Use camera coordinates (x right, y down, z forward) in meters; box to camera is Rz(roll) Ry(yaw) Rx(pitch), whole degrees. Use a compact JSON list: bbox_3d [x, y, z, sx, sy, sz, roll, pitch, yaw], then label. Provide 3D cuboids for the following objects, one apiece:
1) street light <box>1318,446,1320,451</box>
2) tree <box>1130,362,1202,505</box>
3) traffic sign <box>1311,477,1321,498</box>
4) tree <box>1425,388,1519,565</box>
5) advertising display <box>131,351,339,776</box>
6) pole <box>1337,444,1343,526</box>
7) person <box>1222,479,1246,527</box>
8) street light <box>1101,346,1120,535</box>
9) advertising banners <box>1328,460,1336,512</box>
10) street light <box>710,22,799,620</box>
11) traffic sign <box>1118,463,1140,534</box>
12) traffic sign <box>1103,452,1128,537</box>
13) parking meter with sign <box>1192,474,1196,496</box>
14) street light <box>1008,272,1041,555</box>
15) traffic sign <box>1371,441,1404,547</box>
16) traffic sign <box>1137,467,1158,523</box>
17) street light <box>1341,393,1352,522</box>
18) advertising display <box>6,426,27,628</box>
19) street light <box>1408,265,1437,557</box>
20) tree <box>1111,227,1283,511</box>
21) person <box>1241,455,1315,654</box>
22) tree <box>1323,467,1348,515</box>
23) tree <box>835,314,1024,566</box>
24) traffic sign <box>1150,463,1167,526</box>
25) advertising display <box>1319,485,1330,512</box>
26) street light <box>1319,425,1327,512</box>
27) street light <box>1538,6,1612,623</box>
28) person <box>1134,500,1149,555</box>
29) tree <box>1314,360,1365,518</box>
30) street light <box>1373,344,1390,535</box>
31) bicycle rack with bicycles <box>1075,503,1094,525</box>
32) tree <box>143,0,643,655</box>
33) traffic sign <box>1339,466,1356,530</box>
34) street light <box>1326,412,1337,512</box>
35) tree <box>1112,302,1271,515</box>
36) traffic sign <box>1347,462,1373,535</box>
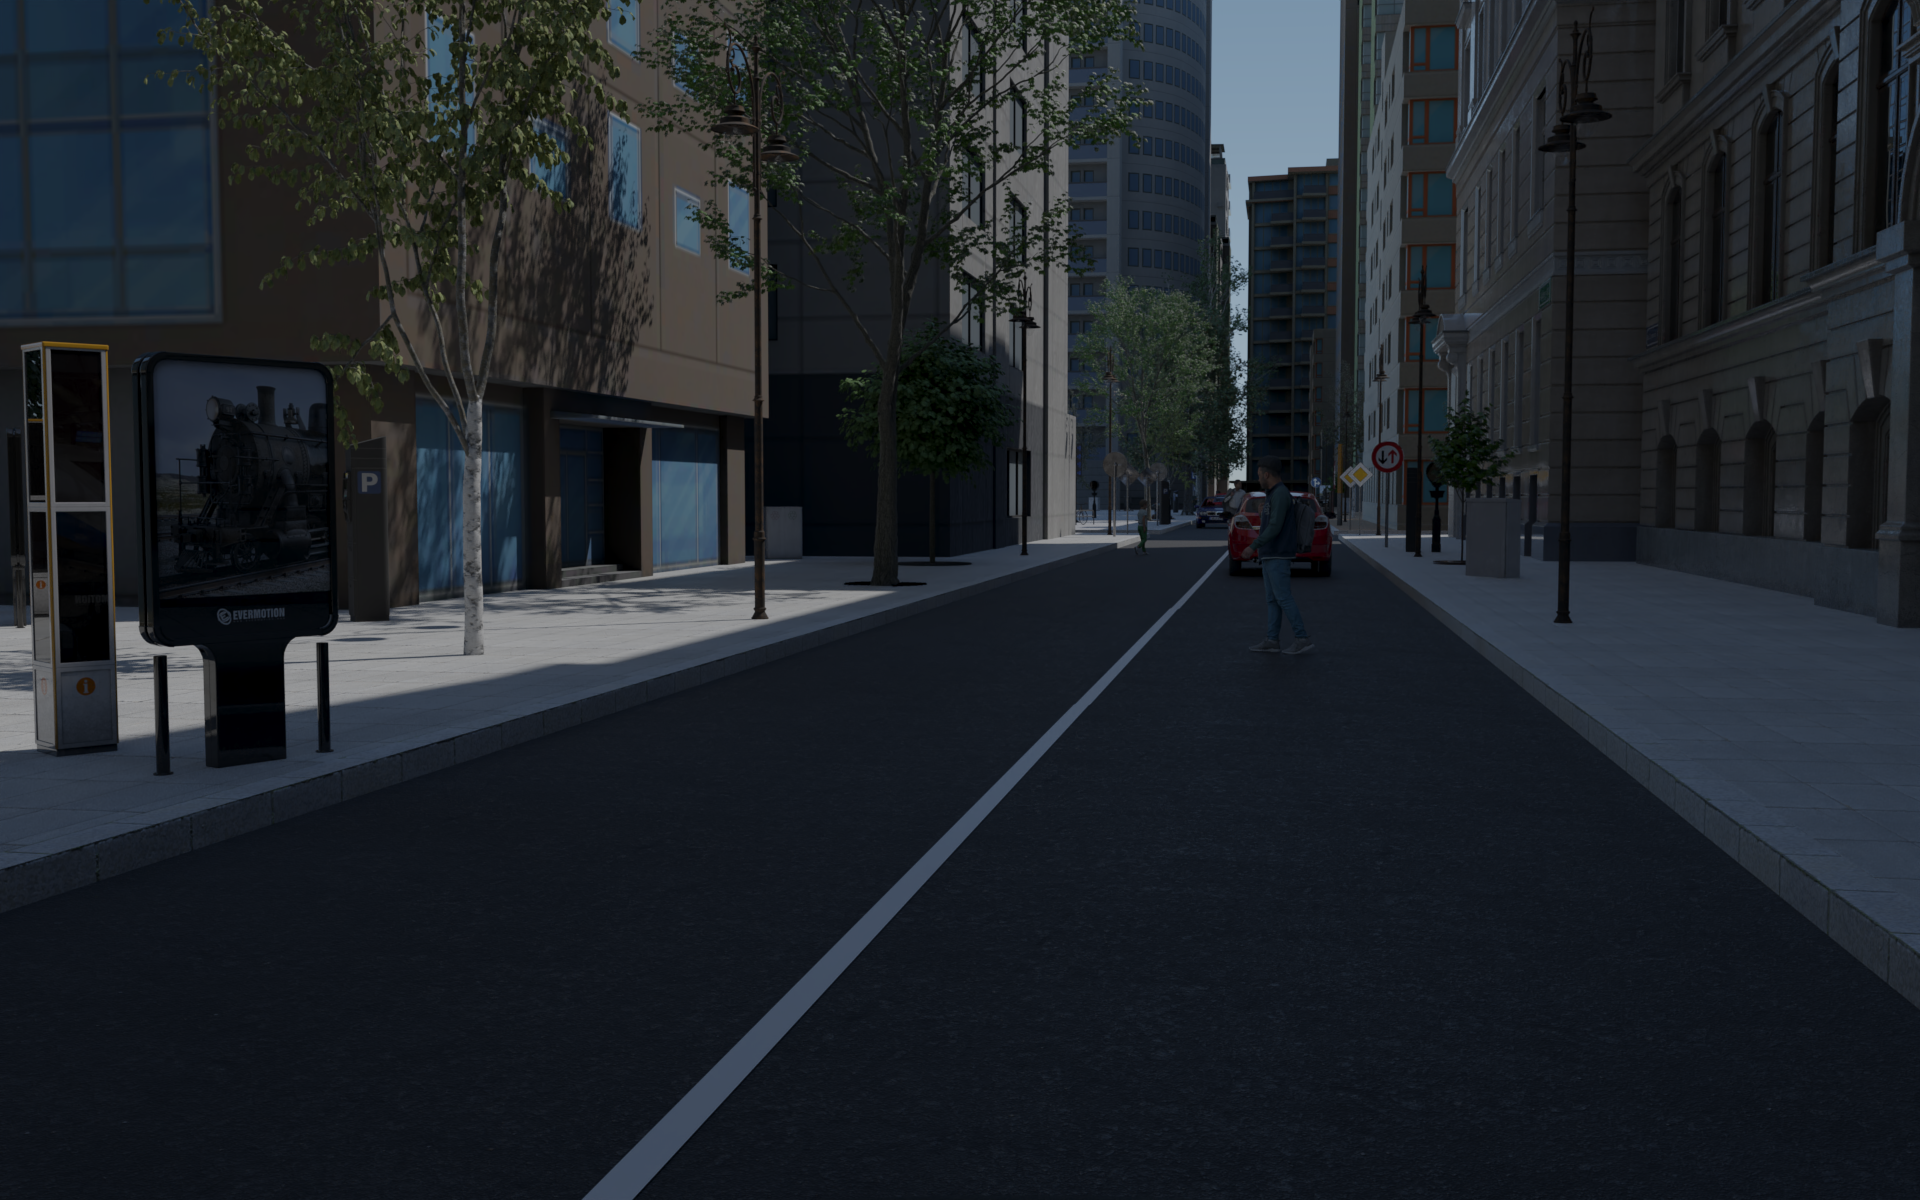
[{"bbox_3d":[28.019,-9.908,134.775,0.468,5.910,1.993,1,4,11],"label":"street light"},{"bbox_3d":[11.429,-8.835,94.816,4.737,8.622,4.395,0,3,0],"label":"tree"},{"bbox_3d":[27.185,-8.084,132.286,0.768,2.556,0.104,1,4,11],"label":"traffic sign"},{"bbox_3d":[9.331,-2.264,31.626,1.663,3.219,1.824,0,3,0],"label":"tree"},{"bbox_3d":[-3.406,-0.183,8.212,0.123,1.923,0.974,2,4,34],"label":"advertising display"},{"bbox_3d":[15.452,-4.682,70.393,0.158,3.312,0.155,0,3,0],"label":"pole"},{"bbox_3d":[7.455,-2.350,47.030,0.679,1.850,0.850,0,4,2],"label":"person"},{"bbox_3d":[4.690,-4.971,54.068,0.468,5.910,1.993,1,4,11],"label":"street light"},{"bbox_3d":[19.175,-5.693,89.267,0.090,3.025,2.074,1,4,21],"label":"advertising banners"},{"bbox_3d":[-2.053,-2.741,17.602,0.468,5.910,1.993,1,4,11],"label":"street light"},{"bbox_3d":[5.367,-3.166,55.408,0.795,2.450,0.064,1,4,11],"label":"traffic sign"},{"bbox_3d":[4.653,-3.181,52.123,0.768,2.556,0.104,1,4,20],"label":"traffic sign"},{"bbox_3d":[18.551,-8.551,136.077,0.543,3.016,1.738,1,4,14],"label":"parking meter with sign"},{"bbox_3d":[1.351,-3.875,36.143,0.468,5.910,1.993,1,4,11],"label":"street light"},{"bbox_3d":[10.263,-2.538,41.609,0.768,2.556,0.104,1,4,15],"label":"traffic sign"},{"bbox_3d":[6.832,-3.646,63.258,0.795,2.450,0.064,1,4,11],"label":"traffic sign"},{"bbox_3d":[17.746,-6.535,79.639,0.468,5.910,1.993,1,4,11],"label":"street light"},{"bbox_3d":[-9.196,-0.714,16.893,0.123,1.923,0.974,-2,4,-28],"label":"advertising display"},{"bbox_3d":[9.344,-3.814,35.154,0.468,5.910,1.993,1,4,11],"label":"street light"},{"bbox_3d":[16.963,-16.505,125.751,12.611,20.169,13.585,0,3,0],"label":"tree"},{"bbox_3d":[2.866,-0.418,15.679,0.721,1.781,0.623,0,4,-1],"label":"person"},{"bbox_3d":[23.502,-6.866,106.861,1.663,3.219,1.824,0,3,0],"label":"tree"},{"bbox_3d":[-0.424,-2.914,31.366,4.285,4.588,4.351,0,3,0],"label":"tree"},{"bbox_3d":[7.985,-4.271,69.939,0.768,2.556,0.104,1,4,11],"label":"traffic sign"},{"bbox_3d":[25.843,-7.172,122.471,0.974,1.923,0.123,3,5,45],"label":"advertising display"},{"bbox_3d":[24.541,-8.762,116.051,0.468,5.910,1.993,1,4,11],"label":"street light"},{"bbox_3d":[6.008,-2.709,17.077,0.468,5.910,1.993,1,4,11],"label":"street light"},{"bbox_3d":[4.271,-1.711,40.721,0.306,1.304,0.590,3,5,42],"label":"person"},{"bbox_3d":[21.400,-8.797,94.199,4.360,8.622,3.978,0,3,0],"label":"tree"},{"bbox_3d":[12.984,-4.940,53.564,0.468,5.910,1.993,1,4,11],"label":"street light"},{"bbox_3d":[4.237,-3.610,72.413,2.852,0.926,2.925,2,4,30],"label":"bicycle rack with bicycles"},{"bbox_3d":[-4.074,-3.875,13.722,4.737,8.622,4.395,0,3,0],"label":"tree"},{"bbox_3d":[13.950,-3.564,61.913,0.795,2.450,0.064,1,4,11],"label":"traffic sign"},{"bbox_3d":[21.171,-7.666,98.132,0.468,5.910,1.993,1,4,11],"label":"street light"},{"bbox_3d":[13.720,-11.418,103.698,9.611,12.733,9.660,0,3,0],"label":"tree"},{"bbox_3d":[12.485,-3.084,54.063,0.795,2.450,0.064,1,4,11],"label":"traffic sign"}]
